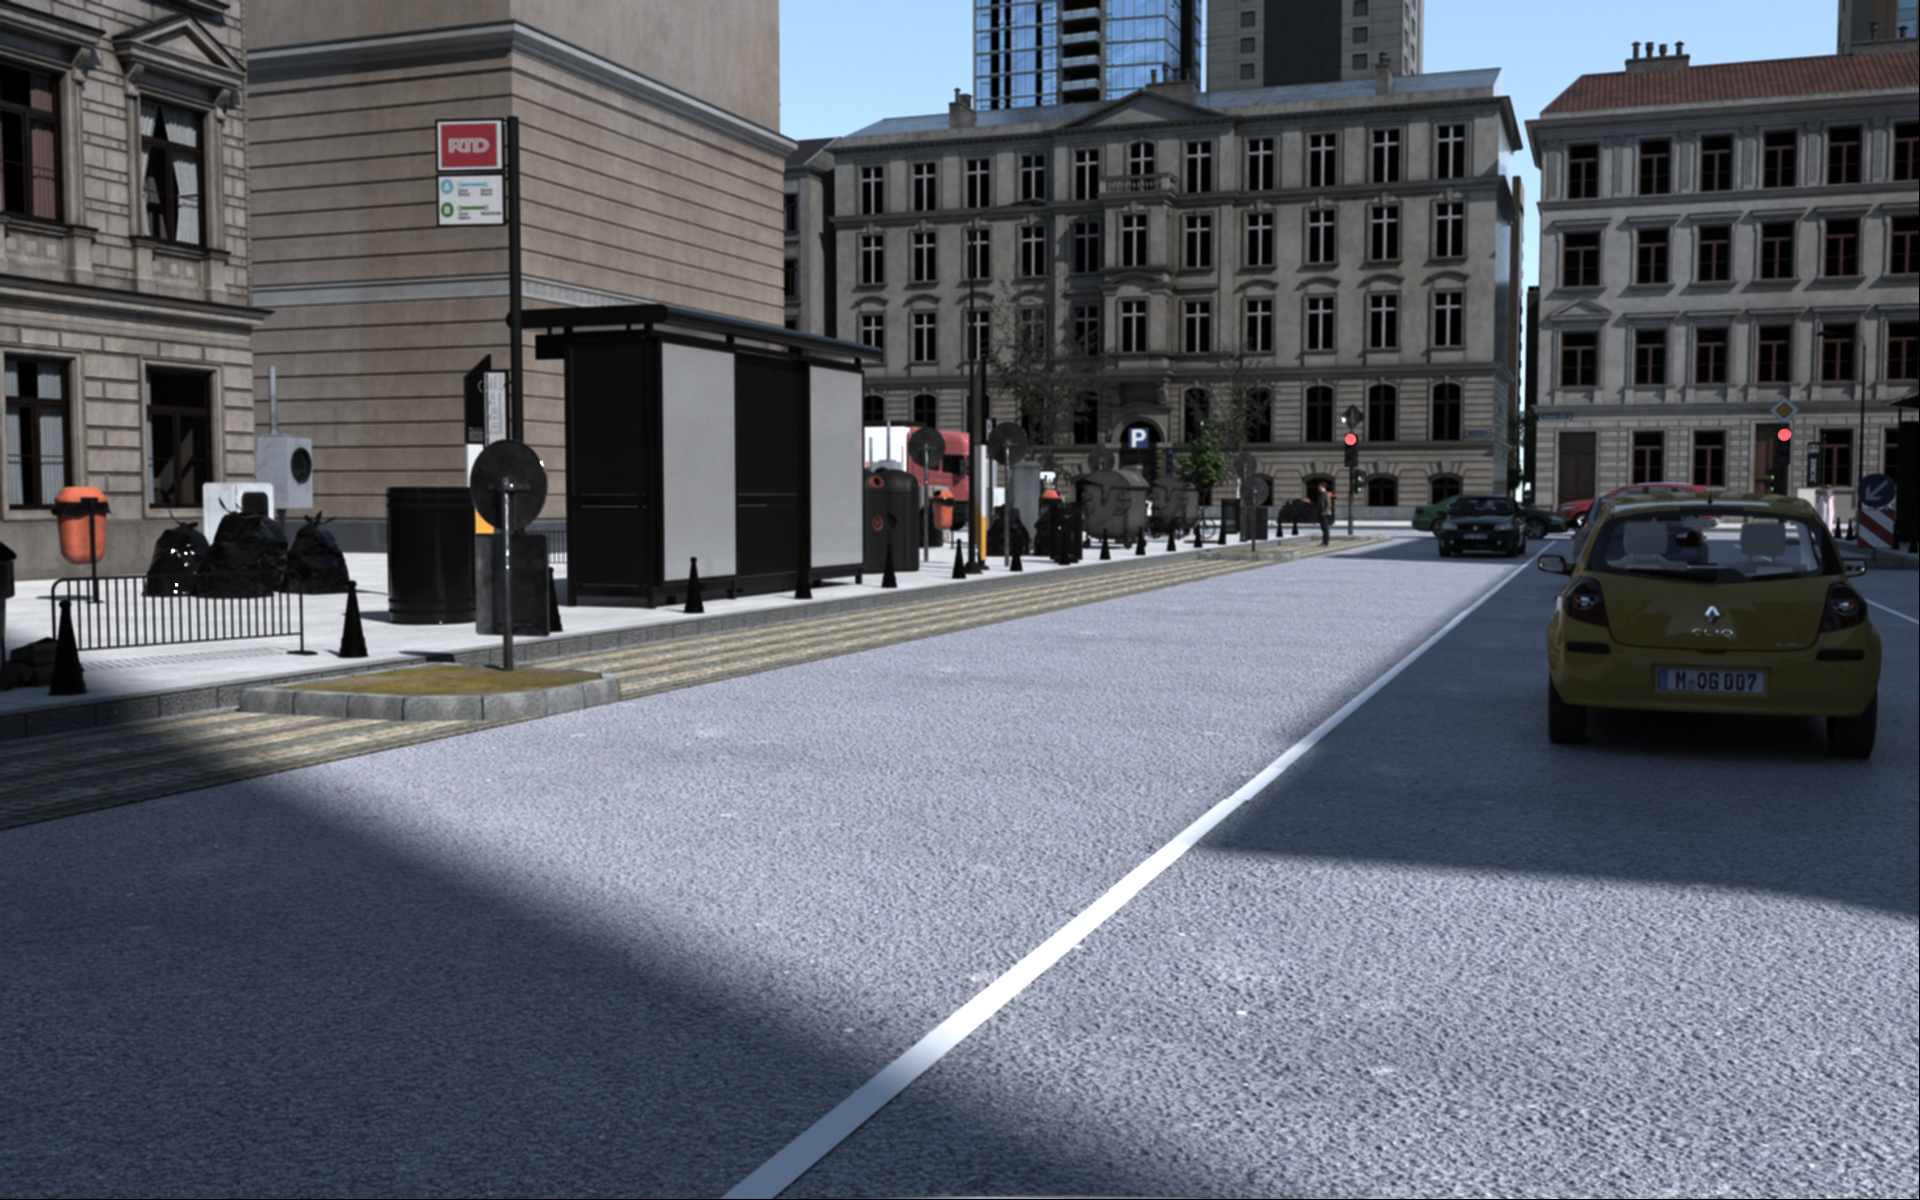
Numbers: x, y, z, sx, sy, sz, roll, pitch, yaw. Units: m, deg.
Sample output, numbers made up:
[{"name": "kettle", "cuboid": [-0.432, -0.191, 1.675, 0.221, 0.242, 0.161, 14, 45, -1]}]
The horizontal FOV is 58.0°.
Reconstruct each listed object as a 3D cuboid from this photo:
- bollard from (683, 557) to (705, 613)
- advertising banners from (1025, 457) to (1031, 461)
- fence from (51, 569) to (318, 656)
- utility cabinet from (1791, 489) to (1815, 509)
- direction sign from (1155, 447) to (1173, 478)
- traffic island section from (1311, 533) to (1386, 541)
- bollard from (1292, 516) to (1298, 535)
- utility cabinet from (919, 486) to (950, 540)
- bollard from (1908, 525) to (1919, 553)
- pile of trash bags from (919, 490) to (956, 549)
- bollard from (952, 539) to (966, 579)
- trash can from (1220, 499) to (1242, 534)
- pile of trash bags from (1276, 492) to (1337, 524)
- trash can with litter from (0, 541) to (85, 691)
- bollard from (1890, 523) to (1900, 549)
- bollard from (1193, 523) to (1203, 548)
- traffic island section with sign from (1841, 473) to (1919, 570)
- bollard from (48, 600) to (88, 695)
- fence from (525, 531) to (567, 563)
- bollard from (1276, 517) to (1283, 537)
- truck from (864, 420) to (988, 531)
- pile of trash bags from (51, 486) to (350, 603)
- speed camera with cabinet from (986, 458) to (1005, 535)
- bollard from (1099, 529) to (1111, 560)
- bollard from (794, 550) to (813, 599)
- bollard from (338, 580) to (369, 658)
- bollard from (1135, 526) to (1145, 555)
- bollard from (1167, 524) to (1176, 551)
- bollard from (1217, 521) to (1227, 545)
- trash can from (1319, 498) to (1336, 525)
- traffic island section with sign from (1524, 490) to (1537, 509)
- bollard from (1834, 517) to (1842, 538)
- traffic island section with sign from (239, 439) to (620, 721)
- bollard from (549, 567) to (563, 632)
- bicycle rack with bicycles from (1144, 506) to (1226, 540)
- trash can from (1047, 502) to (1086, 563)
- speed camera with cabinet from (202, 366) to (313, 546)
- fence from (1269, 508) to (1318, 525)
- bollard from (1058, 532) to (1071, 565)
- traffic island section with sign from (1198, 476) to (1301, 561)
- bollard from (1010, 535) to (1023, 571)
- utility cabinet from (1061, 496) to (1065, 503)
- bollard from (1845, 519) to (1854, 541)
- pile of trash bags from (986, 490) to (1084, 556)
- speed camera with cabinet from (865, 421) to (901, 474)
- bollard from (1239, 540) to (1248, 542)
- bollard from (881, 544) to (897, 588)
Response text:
[{"name": "bollard", "cuboid": [-2.876, -0.163, 18.714, 0.229, 0.601, 0.229, 0, 3, 0]}, {"name": "advertising banners", "cuboid": [3.594, -5.150, 80.389, 0.090, 3.025, 2.074, -2, 4, -32]}, {"name": "fence", "cuboid": [-5.839, 0.142, 13.051, 0.278, 0.683, 2.069, 2, 4, 35]}, {"name": "utility cabinet", "cuboid": [34.462, -3.802, 70.847, 1.173, 1.500, 0.318, -2, 4, -30]}, {"name": "direction sign", "cuboid": [9.891, -5.633, 84.093, 0.876, 3.537, 0.379, -1, 4, -14]}, {"name": "traffic island section", "cuboid": [12.240, -1.964, 54.392, 2.009, 0.180, 2.903, 1, 4, 21]}, {"name": "bollard", "cuboid": [10.472, -2.329, 54.117, 0.229, 0.601, 0.229, 0, 3, 0]}, {"name": "utility cabinet", "cuboid": [-0.648, -2.342, 46.966, 0.318, 1.500, 1.173, 2, 4, 25]}, {"name": "bollard", "cuboid": [20.758, -1.324, 37.690, 0.229, 0.601, 0.229, 0, 3, 0]}, {"name": "pile of trash bags", "cuboid": [-1.118, -1.949, 41.615, 1.912, 1.369, 3.447, -2, 4, -32]}, {"name": "bollard", "cuboid": [-0.016, -0.628, 26.302, 0.229, 0.601, 0.229, 0, 3, 0]}, {"name": "trash can", "cuboid": [8.702, -2.691, 55.646, 0.748, 1.137, 0.748, 0, 3, 0]}, {"name": "pile of trash bags", "cuboid": [15.518, -4.068, 76.266, 1.912, 1.369, 3.447, 3, 5, 44]}, {"name": "trash can with litter", "cuboid": [-6.409, -0.003, 11.437, 0.624, 1.170, 1.055, 1, 4, 20]}, {"name": "bollard", "cuboid": [21.710, -1.479, 40.215, 0.229, 0.601, 0.229, 0, 3, 0]}, {"name": "bollard", "cuboid": [5.700, -1.554, 41.455, 0.229, 0.601, 0.229, 0, 3, 0]}, {"name": "traffic island section with sign", "cuboid": [17.631, -1.538, 33.778, 1.989, 1.847, 2.006, 1, 4, 21]}, {"name": "bollard", "cuboid": [-5.737, 0.301, 11.121, 0.229, 0.601, 0.229, 0, 3, 0]}, {"name": "fence", "cuboid": [-6.070, -0.785, 28.205, 2.069, 0.683, 0.278, 0, 4, -8]}, {"name": "bollard", "cuboid": [9.520, -2.174, 51.578, 0.229, 0.601, 0.229, 0, 3, 0]}, {"name": "truck", "cuboid": [-3.832, -4.827, 67.828, 11.283, 4.237, 2.839, 1, 4, 19]}, {"name": "pile of trash bags", "cuboid": [-9.528, -0.727, 21.639, 1.912, 1.369, 3.447, 3, 4, 38]}, {"name": "speed camera with cabinet", "cuboid": [0.807, -3.056, 44.308, 0.660, 3.252, 2.038, -1, 4, -16]}, {"name": "bollard", "cuboid": [2.839, -1.091, 33.878, 0.229, 0.601, 0.229, 0, 3, 0]}, {"name": "bollard", "cuboid": [-1.924, -0.318, 21.239, 0.229, 0.601, 0.229, 0, 3, 0]}, {"name": "bollard", "cuboid": [-4.786, 0.146, 13.647, 0.229, 0.601, 0.229, 0, 3, 0]}, {"name": "bollard", "cuboid": [3.793, -1.245, 36.402, 0.229, 0.601, 0.229, 0, 3, 0]}, {"name": "bollard", "cuboid": [4.750, -1.400, 38.925, 0.229, 0.601, 0.229, 0, 3, 0]}, {"name": "bollard", "cuboid": [6.657, -1.709, 43.985, 0.229, 0.601, 0.229, 0, 3, 0]}, {"name": "trash can", "cuboid": [15.051, -3.631, 71.018, 0.748, 1.137, 0.748, 0, 3, 0]}, {"name": "traffic island section with sign", "cuboid": [53.190, -9.382, 162.017, 1.989, 1.847, 2.006, 1, 4, 21]}, {"name": "bollard", "cuboid": [25.522, -2.098, 50.339, 0.229, 0.601, 0.229, 0, 3, 0]}, {"name": "traffic island section with sign", "cuboid": [-3.439, -0.196, 11.840, 1.989, 1.847, 2.006, 1, 4, 21]}, {"name": "bollard", "cuboid": [-3.828, -0.009, 16.182, 0.229, 0.601, 0.229, 0, 3, 0]}, {"name": "bicycle rack with bicycles", "cuboid": [6.148, -2.223, 49.729, 2.925, 0.926, 2.852, -2, 4, -34]}, {"name": "trash can", "cuboid": [1.985, -1.264, 32.325, 0.748, 1.137, 0.748, 0, 3, 0]}, {"name": "speed camera with cabinet", "cuboid": [-10.568, -1.944, 26.127, 0.660, 3.252, 2.038, 1, 4, 11]}, {"name": "fence", "cuboid": [13.879, -3.468, 72.081, 2.069, 0.683, 0.278, -1, 4, -14]}, {"name": "bollard", "cuboid": [1.888, -0.936, 31.352, 0.229, 0.601, 0.229, 0, 3, 0]}, {"name": "traffic island section with sign", "cuboid": [6.402, -1.794, 37.957, 1.989, 1.847, 2.006, 1, 4, 21]}, {"name": "bollard", "cuboid": [0.935, -0.782, 28.827, 0.229, 0.601, 0.229, 0, 3, 0]}, {"name": "utility cabinet", "cuboid": [4.730, -4.311, 81.645, 0.306, 1.237, 1.020, 1, 4, 12]}, {"name": "bollard", "cuboid": [24.562, -1.942, 47.792, 0.229, 0.601, 0.229, 0, 3, 0]}, {"name": "pile of trash bags", "cuboid": [1.639, -1.670, 37.056, 1.912, 1.369, 3.447, 1, 4, 15]}, {"name": "speed camera with cabinet", "cuboid": [-2.646, -3.224, 47.052, 2.038, 3.252, 0.660, 1, 4, 20]}, {"name": "bollard", "cuboid": [7.615, -1.865, 46.529, 0.229, 0.601, 0.229, 0, 3, 0]}, {"name": "bollard", "cuboid": [-0.972, -0.472, 23.765, 0.229, 0.601, 0.229, 0, 3, 0]}]
